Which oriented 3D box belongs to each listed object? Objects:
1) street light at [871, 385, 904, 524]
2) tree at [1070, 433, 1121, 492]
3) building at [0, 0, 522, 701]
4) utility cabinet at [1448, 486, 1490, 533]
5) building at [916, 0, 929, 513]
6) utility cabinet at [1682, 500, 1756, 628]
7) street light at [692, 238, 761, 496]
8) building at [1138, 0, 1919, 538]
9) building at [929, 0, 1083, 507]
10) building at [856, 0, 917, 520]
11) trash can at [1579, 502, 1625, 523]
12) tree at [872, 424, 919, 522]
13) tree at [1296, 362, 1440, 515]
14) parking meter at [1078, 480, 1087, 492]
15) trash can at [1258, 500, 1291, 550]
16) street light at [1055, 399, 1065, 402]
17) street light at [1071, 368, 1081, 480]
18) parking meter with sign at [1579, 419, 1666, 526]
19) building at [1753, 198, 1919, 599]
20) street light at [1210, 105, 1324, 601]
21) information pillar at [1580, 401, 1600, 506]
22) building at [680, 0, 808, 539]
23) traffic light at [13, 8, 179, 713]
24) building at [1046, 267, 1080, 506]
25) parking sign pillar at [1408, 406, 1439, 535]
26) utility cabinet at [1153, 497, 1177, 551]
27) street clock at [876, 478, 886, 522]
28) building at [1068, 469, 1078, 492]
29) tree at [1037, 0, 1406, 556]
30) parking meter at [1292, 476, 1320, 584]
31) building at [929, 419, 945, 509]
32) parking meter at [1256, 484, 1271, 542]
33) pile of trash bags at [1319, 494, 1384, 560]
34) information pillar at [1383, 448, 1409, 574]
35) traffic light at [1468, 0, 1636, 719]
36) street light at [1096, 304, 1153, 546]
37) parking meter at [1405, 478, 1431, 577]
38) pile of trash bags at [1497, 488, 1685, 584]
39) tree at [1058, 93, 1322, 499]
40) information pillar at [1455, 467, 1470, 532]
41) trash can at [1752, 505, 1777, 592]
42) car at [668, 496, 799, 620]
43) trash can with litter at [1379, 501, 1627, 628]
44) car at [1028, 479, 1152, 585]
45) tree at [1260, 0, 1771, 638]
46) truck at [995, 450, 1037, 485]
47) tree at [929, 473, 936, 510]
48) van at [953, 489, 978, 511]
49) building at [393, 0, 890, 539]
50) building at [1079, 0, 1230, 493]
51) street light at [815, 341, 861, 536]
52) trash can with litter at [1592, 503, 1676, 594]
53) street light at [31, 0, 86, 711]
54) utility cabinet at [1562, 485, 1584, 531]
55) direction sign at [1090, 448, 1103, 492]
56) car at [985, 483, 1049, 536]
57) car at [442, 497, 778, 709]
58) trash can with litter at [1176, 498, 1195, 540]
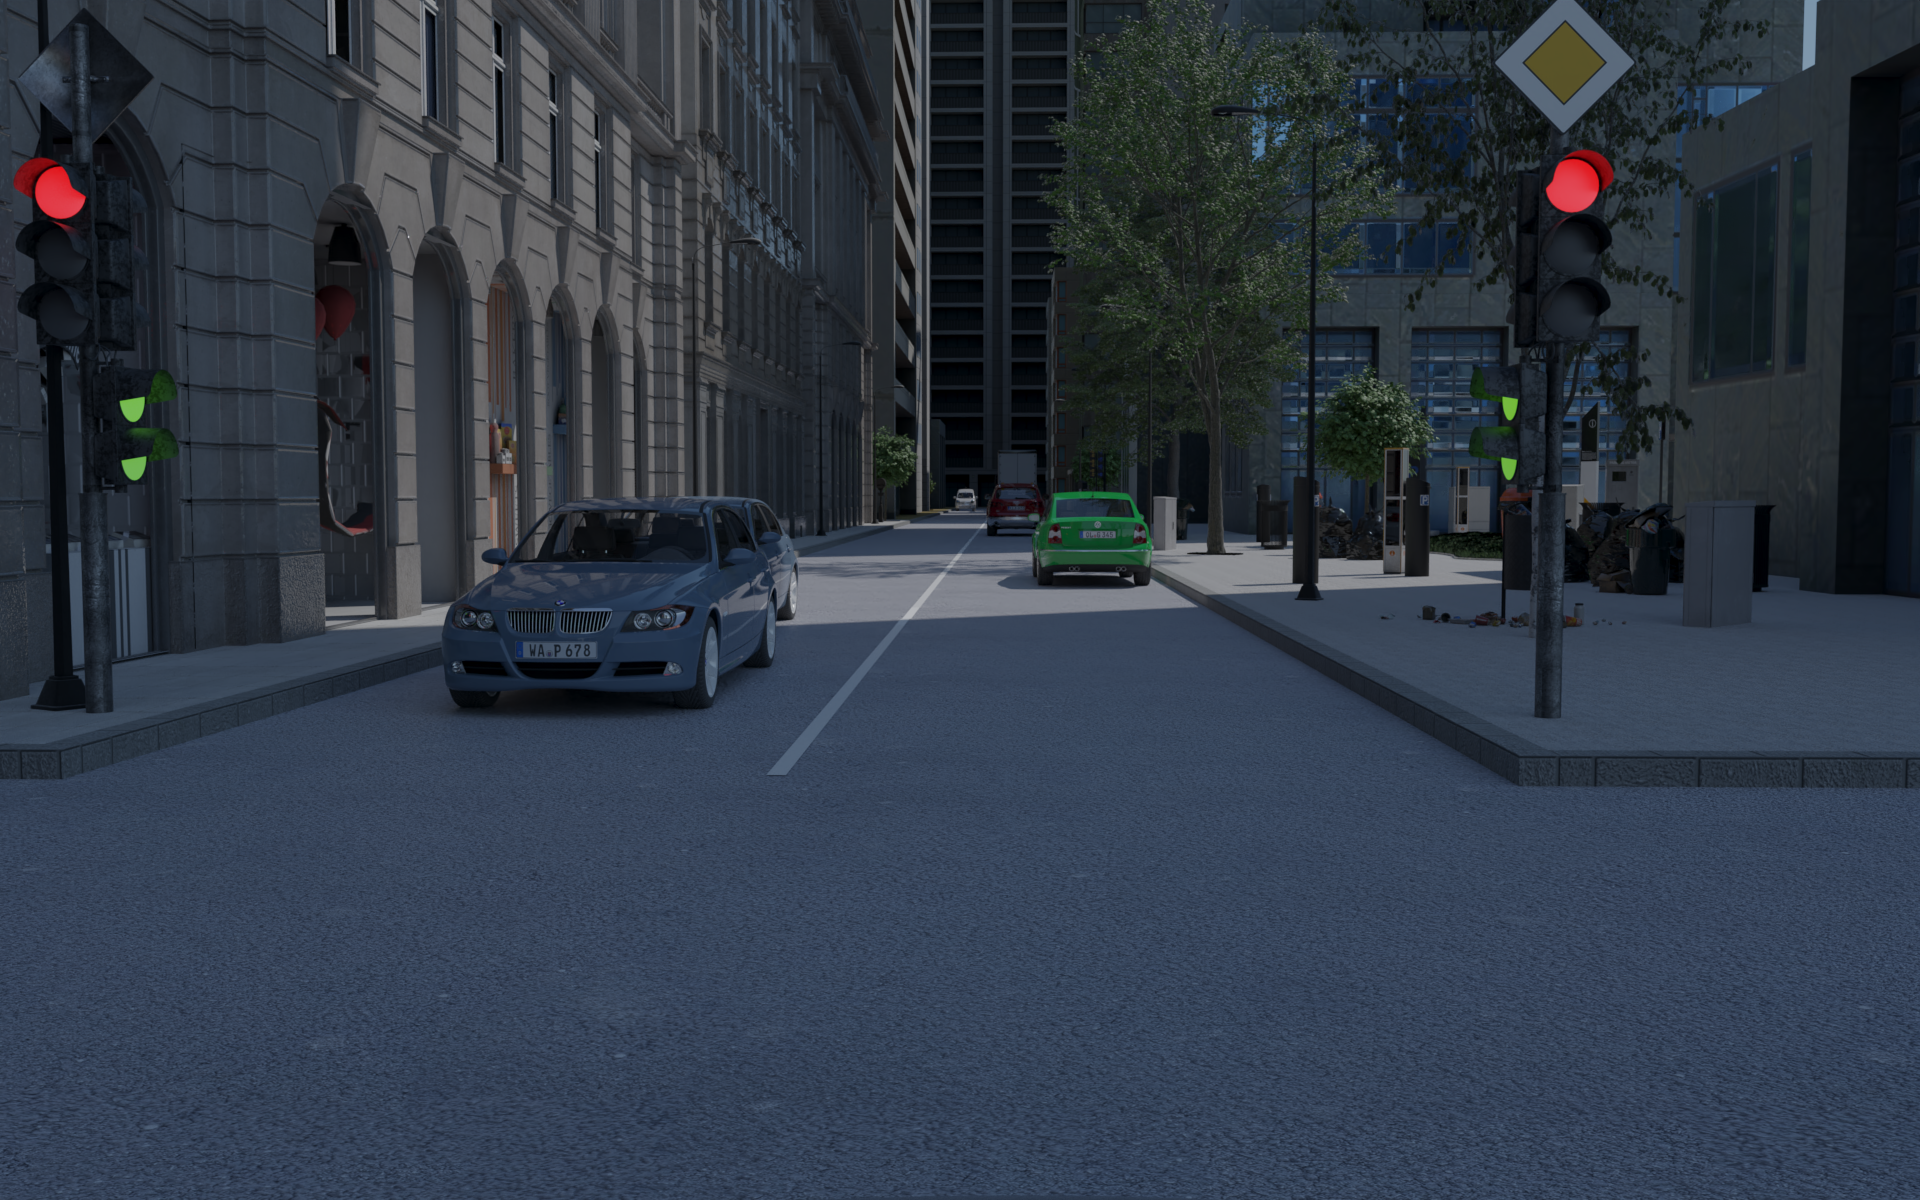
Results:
[{"bbox_3d":[-3.097,-6.211,74.093,1.470,5.913,1.316,0,4,2],"label":"street light"},{"bbox_3d":[7.389,-6.652,92.476,4.285,4.588,4.351,0,3,0],"label":"tree"},{"bbox_3d":[-11.489,-10.986,21.421,13.314,21.916,24.055,0,4,2],"label":"building"},{"bbox_3d":[14.882,-2.567,50.656,1.173,1.500,0.318,-1,4,-15],"label":"utility cabinet"},{"bbox_3d":[-13.272,-35.376,120.389,21.231,58.520,28.212,0,4,2],"label":"building"},{"bbox_3d":[7.456,-0.359,17.029,1.020,1.237,0.306,-3,5,-45],"label":"utility cabinet"},{"bbox_3d":[-4.299,-3.611,31.574,1.470,5.913,1.316,0,4,2],"label":"street light"},{"bbox_3d":[18.662,-46.138,67.024,22.319,86.520,31.000,0,4,2],"label":"building"},{"bbox_3d":[6.812,-45.236,177.862,20.611,71.187,20.563,0,4,2],"label":"building"},{"bbox_3d":[-13.624,-28.877,95.834,21.300,48.544,21.600,0,4,2],"label":"building"},{"bbox_3d":[10.886,-1.087,29.419,0.748,1.137,0.748,0,3,0],"label":"trash can"},{"bbox_3d":[-3.585,-5.979,81.470,4.285,4.588,4.351,0,3,0],"label":"tree"},{"bbox_3d":[10.155,-3.620,42.903,4.285,4.588,4.351,0,3,0],"label":"tree"},{"bbox_3d":[5.235,-4.162,73.758,0.255,1.863,0.399,-2,4,-26],"label":"parking meter"},{"bbox_3d":[7.267,-1.737,40.051,0.748,1.137,0.748,0,3,0],"label":"trash can"},{"bbox_3d":[5.353,-6.876,84.971,1.470,5.913,1.316,0,4,2],"label":"street light"},{"bbox_3d":[4.786,-5.578,63.738,1.470,5.913,1.316,0,4,2],"label":"street light"},{"bbox_3d":[14.709,-2.585,38.534,1.738,3.016,0.543,1,4,17],"label":"parking meter with sign"},{"bbox_3d":[26.640,-43.152,18.200,31.000,86.520,22.319,0,4,2],"label":"building"},{"bbox_3d":[3.693,-2.954,20.844,1.470,5.913,1.316,0,4,2],"label":"street light"},{"bbox_3d":[16.015,-3.221,44.023,0.183,3.616,0.504,-2,4,-33],"label":"information pillar"},{"bbox_3d":[-9.594,-11.871,43.241,9.793,20.994,18.267,0,4,2],"label":"building"},{"bbox_3d":[-5.046,-1.294,10.070,0.839,4.253,0.868,0,4,2],"label":"traffic light"},{"bbox_3d":[21.417,-18.426,146.310,27.650,21.520,28.899,0,4,2],"label":"building"},{"bbox_3d":[13.810,-3.915,52.486,1.447,3.967,1.447,1,4,22],"label":"parking sign pillar"},{"bbox_3d":[4.715,-1.750,39.777,0.306,1.237,1.020,1,4,21],"label":"utility cabinet"},{"bbox_3d":[-3.576,-4.505,78.228,0.471,2.002,0.358,1,4,12],"label":"street clock"},{"bbox_3d":[23.794,-26.139,119.258,32.217,40.220,23.993,0,4,2],"label":"building"},{"bbox_3d":[5.236,-6.760,36.277,9.928,11.665,9.643,0,3,0],"label":"tree"},{"bbox_3d":[4.965,-1.006,24.854,0.372,1.533,0.369,0,3,0],"label":"parking meter"},{"bbox_3d":[-17.195,-51.144,148.873,31.000,86.520,22.319,0,4,2],"label":"building"},{"bbox_3d":[8.065,-2.300,46.013,0.372,1.533,0.369,0,3,0],"label":"parking meter"},{"bbox_3d":[7.902,-1.558,35.219,1.912,1.369,3.447,-2,4,-24],"label":"pile of trash bags"},{"bbox_3d":[6.984,-1.422,27.749,0.304,2.012,0.304,2,4,33],"label":"information pillar"},{"bbox_3d":[3.363,-1.280,9.850,0.839,4.253,0.868,0,4,2],"label":"traffic light"},{"bbox_3d":[4.116,-4.279,42.509,1.470,5.913,1.316,0,4,2],"label":"street light"},{"bbox_3d":[7.132,-1.137,26.995,0.372,1.533,0.369,0,3,0],"label":"parking meter"},{"bbox_3d":[8.985,-0.928,24.918,3.447,1.369,1.912,-2,4,-34],"label":"pile of trash bags"},{"bbox_3d":[6.570,-8.048,49.712,7.486,12.596,7.792,0,3,0],"label":"tree"},{"bbox_3d":[13.630,-2.601,47.024,0.304,2.012,0.304,0,4,5],"label":"information pillar"},{"bbox_3d":[10.347,-0.685,22.855,0.748,1.137,0.748,0,3,0],"label":"trash can"},{"bbox_3d":[-2.829,-0.400,18.550,2.014,1.417,4.499,0,4,3],"label":"car"},{"bbox_3d":[5.333,-0.380,17.270,2.233,1.210,1.678,3,5,39],"label":"trash can with litter"},{"bbox_3d":[2.111,-1.207,28.526,1.959,1.807,4.718,0,4,0],"label":"car"},{"bbox_3d":[4.985,-3.956,15.044,4.360,8.622,3.978,0,3,0],"label":"tree"},{"bbox_3d":[3.762,-7.761,115.804,2.839,4.237,11.283,0,4,1],"label":"truck"},{"bbox_3d":[-2.638,-8.781,138.178,1.663,3.219,1.824,0,3,0],"label":"tree"},{"bbox_3d":[0.476,-8.434,144.902,2.013,2.044,4.112,0,4,1],"label":"van"},{"bbox_3d":[-10.035,-13.612,64.356,13.314,21.916,24.055,0,4,2],"label":"building"},{"bbox_3d":[13.912,-20.129,100.811,14.160,30.474,14.107,0,4,2],"label":"building"},{"bbox_3d":[-3.706,-4.909,52.805,1.470,5.913,1.316,0,4,2],"label":"street light"},{"bbox_3d":[8.629,-0.665,22.258,0.624,1.170,1.055,-2,4,-32],"label":"trash can with litter"},{"bbox_3d":[-4.837,-2.303,10.201,1.470,5.913,1.316,0,4,2],"label":"street light"},{"bbox_3d":[14.150,-1.976,40.984,0.318,1.500,1.173,-3,4,-36],"label":"utility cabinet"},{"bbox_3d":[6.626,-5.640,84.214,0.379,3.537,0.876,-3,5,-41],"label":"direction sign"},{"bbox_3d":[1.983,-3.168,60.473,2.281,1.827,5.304,0,4,2],"label":"car"},{"bbox_3d":[-2.465,-0.068,13.114,2.014,1.417,4.499,0,4,2],"label":"car"},{"bbox_3d":[6.009,-2.239,47.996,0.624,1.170,1.055,2,4,34],"label":"trash can with litter"}]
